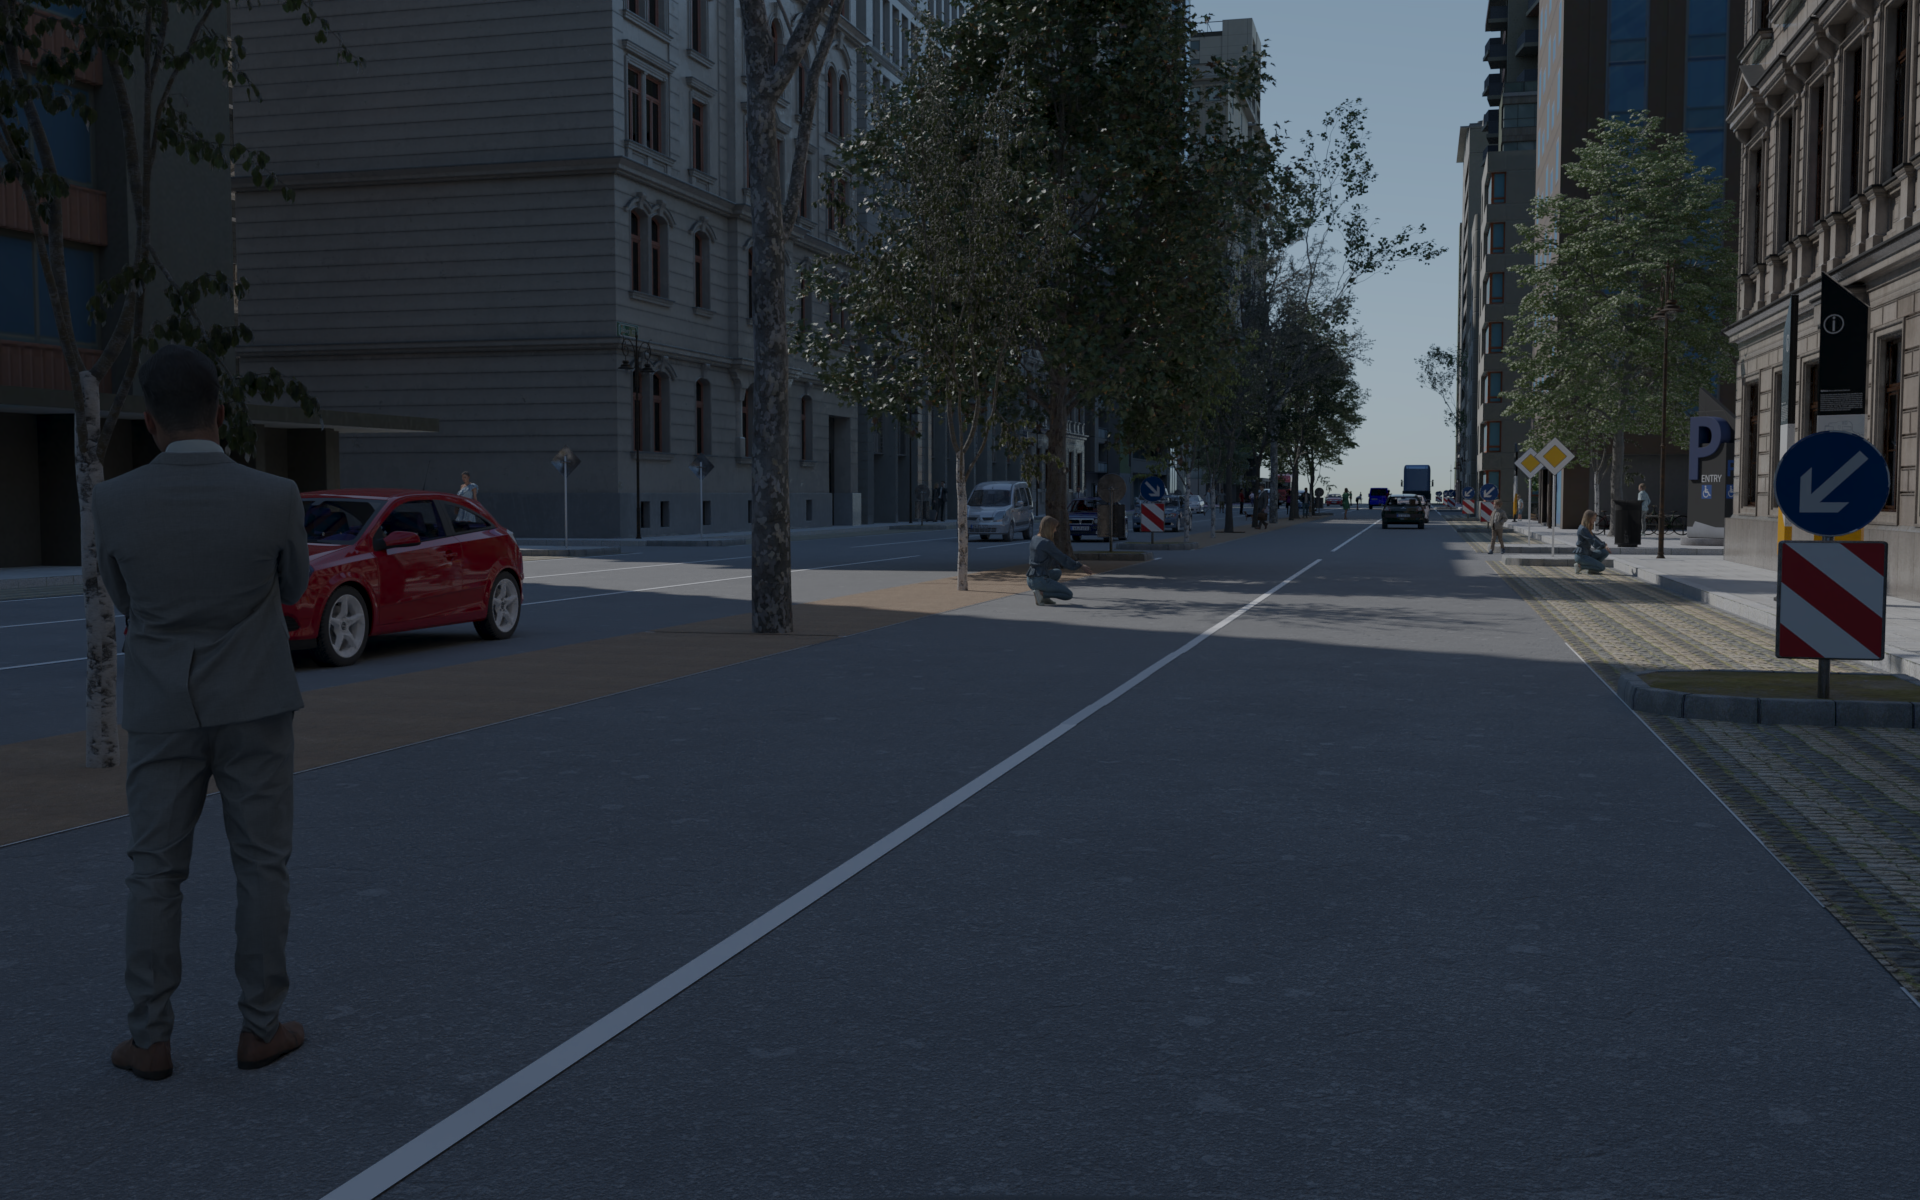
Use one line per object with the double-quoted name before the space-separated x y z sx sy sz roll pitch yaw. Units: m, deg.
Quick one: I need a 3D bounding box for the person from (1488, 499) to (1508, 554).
"person" 12.835 -1.744 41.295 0.475 1.303 0.640 3 5 43

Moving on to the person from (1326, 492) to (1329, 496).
"person" 58.073 -16.122 272.885 1.217 1.735 0.721 -3 4 -38

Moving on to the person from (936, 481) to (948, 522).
"person" -0.859 -4.606 80.708 0.648 1.900 0.474 -1 4 -13

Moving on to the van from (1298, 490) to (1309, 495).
"van" 37.812 -11.301 191.775 2.013 2.044 4.112 1 4 16

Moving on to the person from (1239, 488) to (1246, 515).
"person" 19.684 -6.873 120.817 0.705 1.831 1.348 2 4 27

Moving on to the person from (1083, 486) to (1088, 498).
"person" 8.319 -6.655 114.970 0.853 1.813 0.709 -1 4 -15

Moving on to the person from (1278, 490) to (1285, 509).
"person" 30.710 -9.719 167.411 1.348 1.823 0.705 -1 4 -15

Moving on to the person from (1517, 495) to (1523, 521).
"person" 26.423 -4.343 81.739 0.352 1.250 0.332 3 4 37

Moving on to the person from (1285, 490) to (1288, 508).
"person" 33.173 -10.211 175.410 0.705 1.831 1.348 2 4 33

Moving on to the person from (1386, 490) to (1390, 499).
"person" 38.422 -8.970 155.093 0.705 1.831 1.348 -1 4 -16

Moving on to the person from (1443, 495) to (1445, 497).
"person" 63.525 -13.265 226.858 0.593 1.643 0.415 -3 4 -36

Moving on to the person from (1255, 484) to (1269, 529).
"person" 12.205 -3.755 69.864 0.822 1.834 0.622 -2 4 -30

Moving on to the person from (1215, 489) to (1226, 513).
"person" 19.630 -7.417 129.765 1.348 1.824 0.705 -1 4 -14

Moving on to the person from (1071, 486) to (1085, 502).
"person" 5.238 -4.147 76.582 0.678 1.792 0.850 0 4 4

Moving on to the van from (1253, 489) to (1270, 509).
"van" 25.589 -8.452 145.208 2.013 2.044 4.112 1 4 13

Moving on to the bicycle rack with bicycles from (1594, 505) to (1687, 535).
"bicycle rack with bicycles" 21.638 -2.516 54.516 2.852 0.926 2.925 -3 5 -44

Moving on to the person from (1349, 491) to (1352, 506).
"person" 47.404 -12.333 210.174 0.705 1.821 1.348 0 4 3

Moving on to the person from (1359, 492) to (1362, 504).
"person" 58.985 -15.070 255.429 0.617 1.759 0.750 -1 4 -19

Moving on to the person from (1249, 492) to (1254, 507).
"person" 32.369 -11.160 191.897 0.756 1.711 0.436 0 4 -6

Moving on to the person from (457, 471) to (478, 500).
"person" -11.604 -2.120 40.798 0.616 1.811 0.778 2 4 32

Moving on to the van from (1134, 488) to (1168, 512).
"van" 12.067 -6.223 108.760 2.013 2.044 4.112 1 4 17

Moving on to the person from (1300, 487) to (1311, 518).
"person" 20.353 -5.703 101.735 0.794 1.824 0.713 1 4 12

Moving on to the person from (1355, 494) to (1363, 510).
"person" 35.514 -8.712 154.122 0.628 1.438 0.799 1 4 19

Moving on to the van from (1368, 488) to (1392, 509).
"van" 39.841 -9.790 164.446 2.240 2.365 5.245 1 4 15

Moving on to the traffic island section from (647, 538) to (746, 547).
"traffic island section" -7.305 -1.620 48.767 2.009 0.180 2.903 1 4 15

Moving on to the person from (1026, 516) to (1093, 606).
"person" 1.172 -0.521 22.509 0.738 1.151 1.012 -1 4 -23

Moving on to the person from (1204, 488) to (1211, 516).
"person" 16.064 -6.312 111.576 0.514 1.842 0.818 -3 5 -42

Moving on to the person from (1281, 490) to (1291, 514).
"person" 23.150 -6.887 121.791 1.217 1.739 0.721 0 4 5

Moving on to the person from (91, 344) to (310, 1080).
"person" -1.919 0.261 4.414 0.511 1.800 0.466 -2 4 -31

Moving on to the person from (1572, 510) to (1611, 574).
"person" 11.310 -1.027 30.785 0.738 1.151 1.012 2 4 33

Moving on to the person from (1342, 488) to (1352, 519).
"person" 21.991 -5.502 98.710 0.600 1.795 0.529 3 4 39

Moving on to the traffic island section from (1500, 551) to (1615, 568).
"traffic island section" 12.146 -0.800 35.360 2.009 0.180 2.903 1 4 15

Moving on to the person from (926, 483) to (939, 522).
"person" -1.245 -4.462 79.212 0.699 1.804 1.509 1 4 21

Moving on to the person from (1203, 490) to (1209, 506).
"person" 27.570 -11.329 192.099 1.217 1.723 0.721 2 4 24

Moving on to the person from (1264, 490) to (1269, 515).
"person" 21.370 -6.835 120.927 0.621 1.740 0.551 -1 4 -19

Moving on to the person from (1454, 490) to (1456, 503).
"person" 65.113 -13.603 228.089 0.705 1.869 1.348 1 4 14

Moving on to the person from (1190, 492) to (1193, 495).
"person" 25.923 -11.632 196.166 1.348 1.831 0.705 0 4 2

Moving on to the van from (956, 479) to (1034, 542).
"van" 1.106 -2.833 53.333 2.013 2.044 4.112 1 4 15

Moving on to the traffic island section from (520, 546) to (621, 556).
"traffic island section" -9.353 -1.148 41.049 2.009 0.180 2.903 1 4 15

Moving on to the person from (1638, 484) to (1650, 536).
"person" 20.785 -2.748 52.776 0.589 1.601 0.330 -2 4 -31

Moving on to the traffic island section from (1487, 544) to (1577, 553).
"traffic island section" 14.194 -1.272 43.079 2.009 0.180 2.903 1 4 15

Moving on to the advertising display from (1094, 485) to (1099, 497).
"advertising display" 9.256 -6.841 117.069 0.123 1.923 0.974 2 4 24
